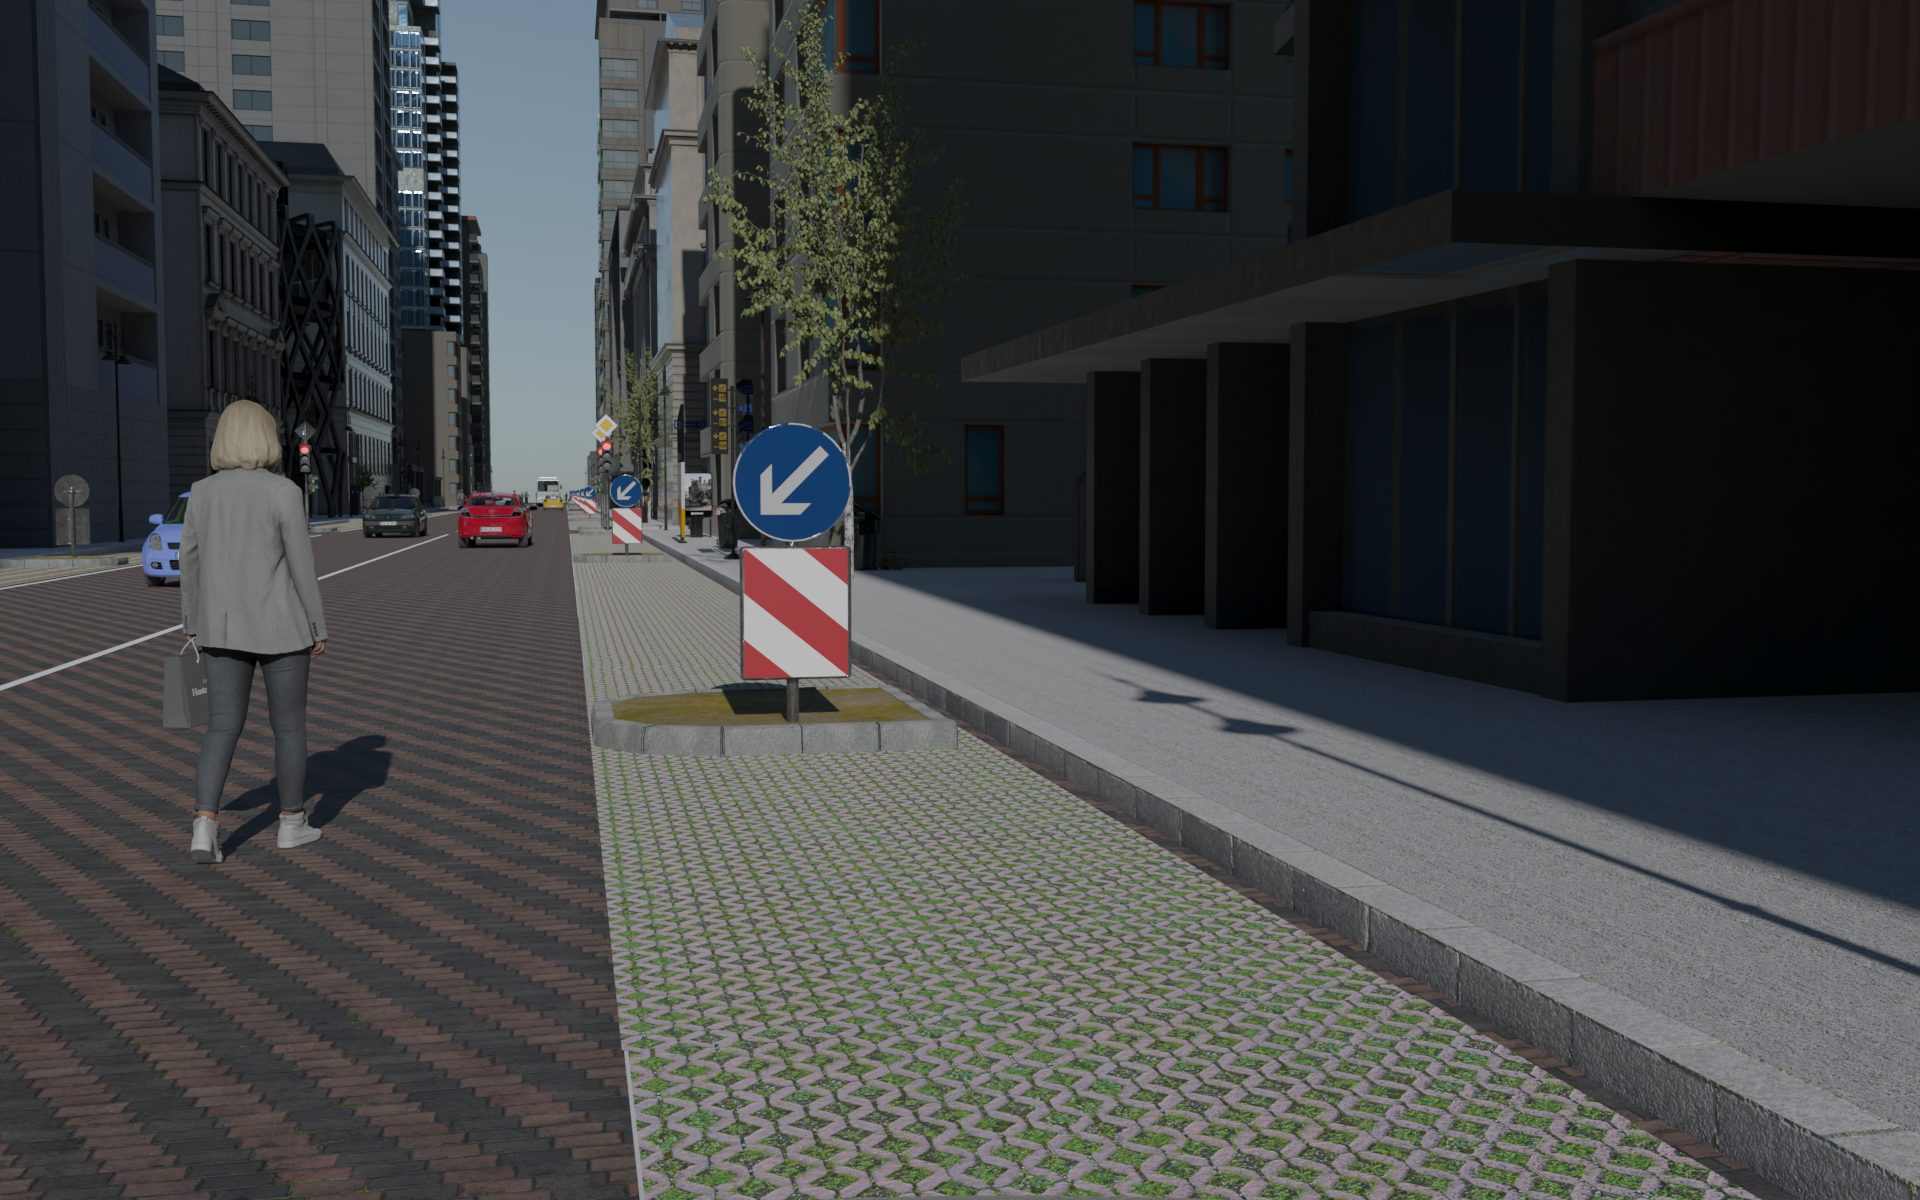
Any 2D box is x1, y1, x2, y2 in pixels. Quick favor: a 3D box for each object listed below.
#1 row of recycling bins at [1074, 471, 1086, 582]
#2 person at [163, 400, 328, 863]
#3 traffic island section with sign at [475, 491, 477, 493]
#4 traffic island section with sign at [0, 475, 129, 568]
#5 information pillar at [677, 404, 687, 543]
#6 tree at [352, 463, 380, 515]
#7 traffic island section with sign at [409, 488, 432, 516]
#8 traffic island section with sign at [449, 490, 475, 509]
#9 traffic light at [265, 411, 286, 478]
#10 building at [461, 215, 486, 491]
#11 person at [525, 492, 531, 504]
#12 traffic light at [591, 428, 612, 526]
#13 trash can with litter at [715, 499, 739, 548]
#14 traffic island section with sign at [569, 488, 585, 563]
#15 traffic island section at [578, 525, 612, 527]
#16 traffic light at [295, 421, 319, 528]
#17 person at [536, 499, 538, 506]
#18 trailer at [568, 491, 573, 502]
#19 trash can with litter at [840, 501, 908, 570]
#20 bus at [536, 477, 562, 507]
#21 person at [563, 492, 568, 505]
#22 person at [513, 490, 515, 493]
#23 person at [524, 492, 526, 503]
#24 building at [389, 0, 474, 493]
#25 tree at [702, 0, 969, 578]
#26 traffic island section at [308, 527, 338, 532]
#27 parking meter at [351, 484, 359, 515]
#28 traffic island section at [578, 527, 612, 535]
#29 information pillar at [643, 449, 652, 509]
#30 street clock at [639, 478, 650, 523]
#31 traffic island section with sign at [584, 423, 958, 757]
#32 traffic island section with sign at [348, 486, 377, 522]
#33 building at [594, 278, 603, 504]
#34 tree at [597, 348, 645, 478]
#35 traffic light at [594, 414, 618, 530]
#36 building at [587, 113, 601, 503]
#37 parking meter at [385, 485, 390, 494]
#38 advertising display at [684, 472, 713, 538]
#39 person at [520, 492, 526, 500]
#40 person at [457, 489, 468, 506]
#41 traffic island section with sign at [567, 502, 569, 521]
[{"bbox_3d":[3.276,-1.155,26.002,3.534,1.692,1.069,-2,4,-28],"label":"row of recycling bins"},{"bbox_3d":[-2.882,0.112,6.857,0.709,1.800,0.728,0,4,8],"label":"person"},{"bbox_3d":[-53.265,-11.110,190.282,1.989,1.847,2.006,-1,4,-13],"label":"traffic island section with sign"},{"bbox_3d":[-17.799,-1.586,34.553,1.989,1.847,2.006,-1,4,-13],"label":"traffic island section with sign"},{"bbox_3d":[-7.277,-3.293,45.193,0.183,3.616,0.504,-1,4,-21],"label":"information pillar"},{"bbox_3d":[-36.266,-6.808,105.914,1.663,3.219,1.824,0,3,0],"label":"tree"},{"bbox_3d":[-36.018,-6.477,114.527,1.989,1.847,2.006,-1,4,-13],"label":"traffic island section with sign"},{"bbox_3d":[-47.287,-9.503,163.995,1.989,1.847,2.006,-1,4,-13],"label":"traffic island section with sign"},{"bbox_3d":[-23.234,-4.256,58.514,0.839,4.253,0.868,-1,4,-13],"label":"traffic light"},{"bbox_3d":[-83.770,-37.145,261.942,22.147,44.769,28.867,-1,4,-13],"label":"building"},{"bbox_3d":[-64.486,-15.262,258.026,0.705,1.826,1.348,2,4,24],"label":"person"},{"bbox_3d":[-14.225,-4.883,68.764,0.839,4.253,0.868,-1,4,-13],"label":"traffic light"},{"bbox_3d":[-5.604,-1.818,41.116,0.624,1.170,1.055,-1,4,-20],"label":"trash can with litter"},{"bbox_3d":[-7.190,-1.714,36.660,1.989,1.847,2.006,-1,4,-13],"label":"traffic island section with sign"},{"bbox_3d":[-14.183,-2.851,68.887,2.009,0.180,2.903,-1,4,-13],"label":"traffic island section"},{"bbox_3d":[-25.007,-4.733,66.301,0.839,4.253,0.868,-1,4,-13],"label":"traffic light"},{"bbox_3d":[-51.584,-12.407,211.296,0.705,1.831,1.348,-2,4,-27],"label":"person"},{"bbox_3d":[-65.257,-17.407,291.658,1.471,1.999,3.904,-1,4,-12],"label":"trailer"},{"bbox_3d":[-1.455,-1.099,29.349,1.055,1.170,0.624,-2,4,-27],"label":"trash can with litter"},{"bbox_3d":[-46.748,-12.356,196.884,2.948,3.499,13.247,-1,4,-13],"label":"bus"},{"bbox_3d":[-52.775,-13.622,231.672,0.568,1.767,0.683,0,4,-5],"label":"person"},{"bbox_3d":[-46.165,-10.461,179.469,1.348,1.831,0.705,0,4,-3],"label":"person"},{"bbox_3d":[-67.057,-15.810,267.128,0.705,1.807,1.348,-2,4,-32],"label":"person"},{"bbox_3d":[-76.903,-56.188,231.348,22.319,86.520,31.000,-1,4,-13],"label":"building"},{"bbox_3d":[-1.702,-4.618,25.866,4.737,8.622,4.395,0,3,0],"label":"tree"},{"bbox_3d":[-25.049,-2.700,66.426,2.009,0.180,2.903,-1,4,-13],"label":"traffic island section"},{"bbox_3d":[-36.274,-6.000,103.813,0.399,1.863,0.255,1,4,15],"label":"parking meter"},{"bbox_3d":[-12.410,-2.374,61.100,2.009,0.180,2.903,-1,4,-13],"label":"traffic island section"},{"bbox_3d":[-16.055,-5.967,88.920,0.504,3.616,0.183,1,4,18],"label":"information pillar"},{"bbox_3d":[-13.939,-4.405,76.592,0.358,2.002,0.471,3,5,42],"label":"street clock"},{"bbox_3d":[-1.199,-0.107,10.376,1.989,1.847,2.006,-1,4,-13],"label":"traffic island section with sign"},{"bbox_3d":[-30.028,-4.869,88.235,1.989,1.847,2.006,-1,4,-13],"label":"traffic island section with sign"},{"bbox_3d":[-41.806,-28.188,232.574,14.160,30.474,14.107,-1,4,-13],"label":"building"},{"bbox_3d":[-15.636,-8.275,85.653,4.737,8.622,4.395,0,3,0],"label":"tree"},{"bbox_3d":[-12.452,-4.407,60.977,0.839,4.253,0.868,-1,4,-13],"label":"traffic light"},{"bbox_3d":[-50.014,-59.397,283.818,22.319,86.520,31.000,-1,4,-13],"label":"building"},{"bbox_3d":[-36.811,-6.465,111.413,0.255,1.863,0.399,0,4,3],"label":"parking meter"},{"bbox_3d":[-7.756,-2.795,50.905,0.974,1.923,0.123,-1,4,-23],"label":"advertising display"},{"bbox_3d":[-63.703,-14.843,251.904,1.217,1.735,0.721,0,4,-6],"label":"person"},{"bbox_3d":[-41.351,-8.271,143.806,0.705,1.814,1.350,2,4,25],"label":"person"},{"bbox_3d":[-19.598,-5.047,91.144,1.989,1.847,2.006,-1,4,-13],"label":"traffic island section with sign"}]
